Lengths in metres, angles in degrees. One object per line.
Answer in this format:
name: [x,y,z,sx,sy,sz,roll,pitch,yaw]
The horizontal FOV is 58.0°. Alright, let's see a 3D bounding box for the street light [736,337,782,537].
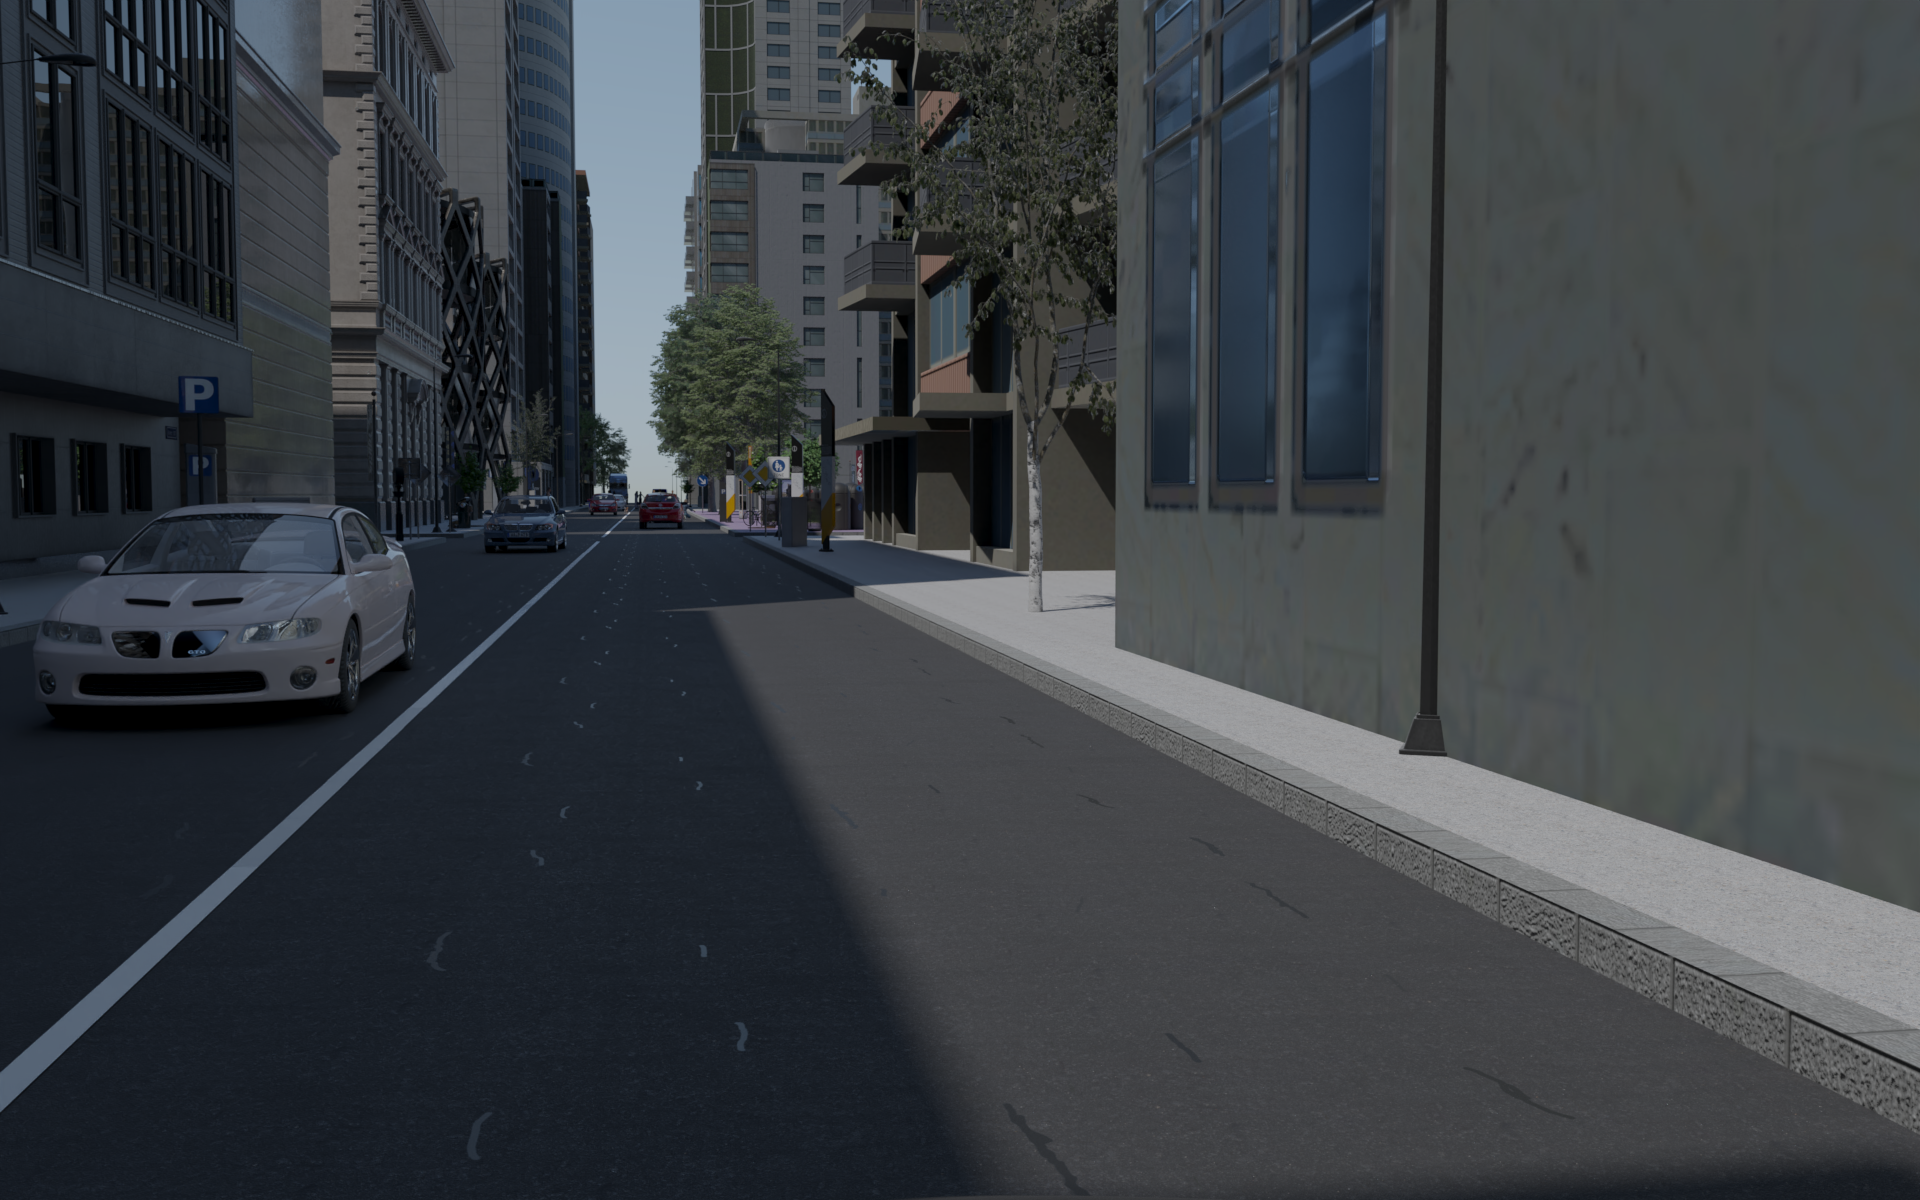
street light: [-5.917,-4.825,51.424,1.470,5.913,1.316,-1,4,-10]

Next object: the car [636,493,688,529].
car: [-12.508,-3.890,72.639,2.155,1.783,4.494,-1,4,-8]

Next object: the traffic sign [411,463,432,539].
traffic sign: [-15.580,-2.821,49.769,0.795,2.450,0.064,-1,4,-10]

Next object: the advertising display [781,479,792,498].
advertising display: [-7.282,-4.226,74.314,0.974,1.923,0.123,-3,4,-37]

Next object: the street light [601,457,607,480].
street light: [-45.165,-14.897,216.106,1.470,5.913,1.316,-1,4,-10]

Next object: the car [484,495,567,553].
car: [-10.991,-1.956,43.983,2.014,1.417,4.499,-1,4,-8]

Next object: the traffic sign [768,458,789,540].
traffic sign: [-4.994,-2.791,47.765,0.606,2.300,0.079,0,4,-3]

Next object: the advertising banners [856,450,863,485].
advertising banners: [-3.549,-4.401,68.141,0.090,3.025,2.074,-2,4,-35]

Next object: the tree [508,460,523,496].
tree: [-25.184,-6.261,96.968,1.663,3.219,1.824,0,3,0]

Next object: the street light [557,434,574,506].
street light: [-30.323,-9.804,132.838,1.470,5.913,1.316,-1,4,-10]

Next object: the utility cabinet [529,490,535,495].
utility cabinet: [-25.333,-5.743,102.570,0.318,1.500,1.173,-1,4,-12]

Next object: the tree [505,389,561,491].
tree: [-29.935,-10.441,121.068,4.360,8.622,3.978,0,3,0]

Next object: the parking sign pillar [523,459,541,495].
parking sign pillar: [-31.644,-8.533,127.988,1.447,3.967,1.447,3,4,38]

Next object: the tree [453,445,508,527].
tree: [-19.155,-4.492,68.046,1.663,3.219,1.824,0,3,0]

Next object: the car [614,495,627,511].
car: [-29.710,-8.366,149.146,2.083,1.381,4.827,-1,4,-9]

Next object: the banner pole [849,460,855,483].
banner pole: [-8.026,-8.481,128.679,0.401,3.779,0.863,2,4,34]

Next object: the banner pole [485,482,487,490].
banner pole: [-32.173,-7.757,116.851,0.863,3.779,0.401,3,5,44]

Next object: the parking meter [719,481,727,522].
parking meter: [-10.847,-4.517,79.559,0.399,1.863,0.255,0,4,-6]

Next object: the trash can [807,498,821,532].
trash can: [-4.991,-2.922,59.431,0.748,1.137,0.748,0,3,0]

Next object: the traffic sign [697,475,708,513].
traffic sign: [-17.282,-7.104,116.252,0.768,2.556,0.104,0,4,-7]

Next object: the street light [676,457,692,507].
street light: [-26.381,-11.810,165.630,1.470,5.913,1.316,-1,4,-10]

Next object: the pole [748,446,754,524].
pole: [-8.856,-4.869,73.453,0.158,3.312,0.155,0,3,0]

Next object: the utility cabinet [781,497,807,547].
utility cabinet: [-4.054,-1.907,42.337,0.306,1.237,1.020,1,4,16]

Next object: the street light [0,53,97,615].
street light: [-9.798,-2.800,18.322,1.470,5.913,1.316,-1,4,-10]

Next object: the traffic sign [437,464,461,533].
traffic sign: [-16.988,-3.302,57.630,0.795,2.450,0.064,-1,4,-10]

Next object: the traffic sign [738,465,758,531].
traffic sign: [-7.195,-3.408,59.356,0.795,2.450,0.064,-1,4,-10]

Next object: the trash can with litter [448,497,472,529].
trash can with litter: [-18.651,-3.246,64.452,1.055,1.170,0.624,2,4,32]

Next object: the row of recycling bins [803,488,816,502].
row of recycling bins: [-10.792,-7.132,123.714,3.534,1.692,1.069,2,4,28]

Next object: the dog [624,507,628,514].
dog: [-23.739,-6.362,123.309,0.540,0.507,0.406,1,4,22]

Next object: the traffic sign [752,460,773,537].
traffic sign: [-5.788,-2.927,51.496,0.795,2.450,0.064,-1,4,-10]

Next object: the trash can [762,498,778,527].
trash can: [-7.312,-3.365,66.677,0.748,1.137,0.748,0,3,0]

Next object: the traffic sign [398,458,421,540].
traffic sign: [-15.465,-2.848,48.696,0.606,2.300,0.079,-1,4,-10]

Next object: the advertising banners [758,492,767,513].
advertising banners: [-13.333,-7.299,115.527,0.090,3.025,2.074,1,4,19]

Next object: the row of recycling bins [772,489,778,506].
row of recycling bins: [-13.516,-7.715,133.246,1.069,1.692,3.534,-2,4,-31]

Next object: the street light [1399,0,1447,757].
street light: [1.803,-2.190,8.340,1.470,5.913,1.316,-1,4,-10]

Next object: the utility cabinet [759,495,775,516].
utility cabinet: [-11.477,-5.608,102.856,0.306,1.237,1.020,3,5,44]

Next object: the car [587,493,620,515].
car: [-24.165,-6.628,117.406,2.155,1.783,4.494,-1,4,-12]

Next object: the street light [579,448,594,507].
street light: [-37.971,-12.435,175.859,1.470,5.913,1.316,-1,4,-10]

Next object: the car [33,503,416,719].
car: [-5.147,-0.018,12.657,2.083,1.381,4.827,-1,4,-10]

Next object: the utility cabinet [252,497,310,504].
utility cabinet: [-13.176,-1.375,33.651,1.020,1.237,0.306,-2,4,-30]

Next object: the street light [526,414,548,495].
street light: [-24.616,-7.835,100.645,1.470,5.913,1.316,-1,4,-10]

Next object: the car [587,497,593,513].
car: [-28.001,-7.478,134.849,1.945,1.354,3.894,-1,4,-11]

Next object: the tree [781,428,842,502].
tree: [-7.439,-6.252,85.937,4.285,4.588,4.351,0,3,0]

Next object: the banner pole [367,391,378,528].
banner pole: [-14.366,-3.202,42.366,0.401,3.779,0.863,-2,4,-34]

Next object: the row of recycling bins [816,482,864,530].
row of recycling bins: [-3.652,-3.397,62.649,1.069,1.692,3.534,2,4,31]

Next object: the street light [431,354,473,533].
street light: [-16.850,-5.195,57.471,1.470,5.913,1.316,-1,4,-10]
